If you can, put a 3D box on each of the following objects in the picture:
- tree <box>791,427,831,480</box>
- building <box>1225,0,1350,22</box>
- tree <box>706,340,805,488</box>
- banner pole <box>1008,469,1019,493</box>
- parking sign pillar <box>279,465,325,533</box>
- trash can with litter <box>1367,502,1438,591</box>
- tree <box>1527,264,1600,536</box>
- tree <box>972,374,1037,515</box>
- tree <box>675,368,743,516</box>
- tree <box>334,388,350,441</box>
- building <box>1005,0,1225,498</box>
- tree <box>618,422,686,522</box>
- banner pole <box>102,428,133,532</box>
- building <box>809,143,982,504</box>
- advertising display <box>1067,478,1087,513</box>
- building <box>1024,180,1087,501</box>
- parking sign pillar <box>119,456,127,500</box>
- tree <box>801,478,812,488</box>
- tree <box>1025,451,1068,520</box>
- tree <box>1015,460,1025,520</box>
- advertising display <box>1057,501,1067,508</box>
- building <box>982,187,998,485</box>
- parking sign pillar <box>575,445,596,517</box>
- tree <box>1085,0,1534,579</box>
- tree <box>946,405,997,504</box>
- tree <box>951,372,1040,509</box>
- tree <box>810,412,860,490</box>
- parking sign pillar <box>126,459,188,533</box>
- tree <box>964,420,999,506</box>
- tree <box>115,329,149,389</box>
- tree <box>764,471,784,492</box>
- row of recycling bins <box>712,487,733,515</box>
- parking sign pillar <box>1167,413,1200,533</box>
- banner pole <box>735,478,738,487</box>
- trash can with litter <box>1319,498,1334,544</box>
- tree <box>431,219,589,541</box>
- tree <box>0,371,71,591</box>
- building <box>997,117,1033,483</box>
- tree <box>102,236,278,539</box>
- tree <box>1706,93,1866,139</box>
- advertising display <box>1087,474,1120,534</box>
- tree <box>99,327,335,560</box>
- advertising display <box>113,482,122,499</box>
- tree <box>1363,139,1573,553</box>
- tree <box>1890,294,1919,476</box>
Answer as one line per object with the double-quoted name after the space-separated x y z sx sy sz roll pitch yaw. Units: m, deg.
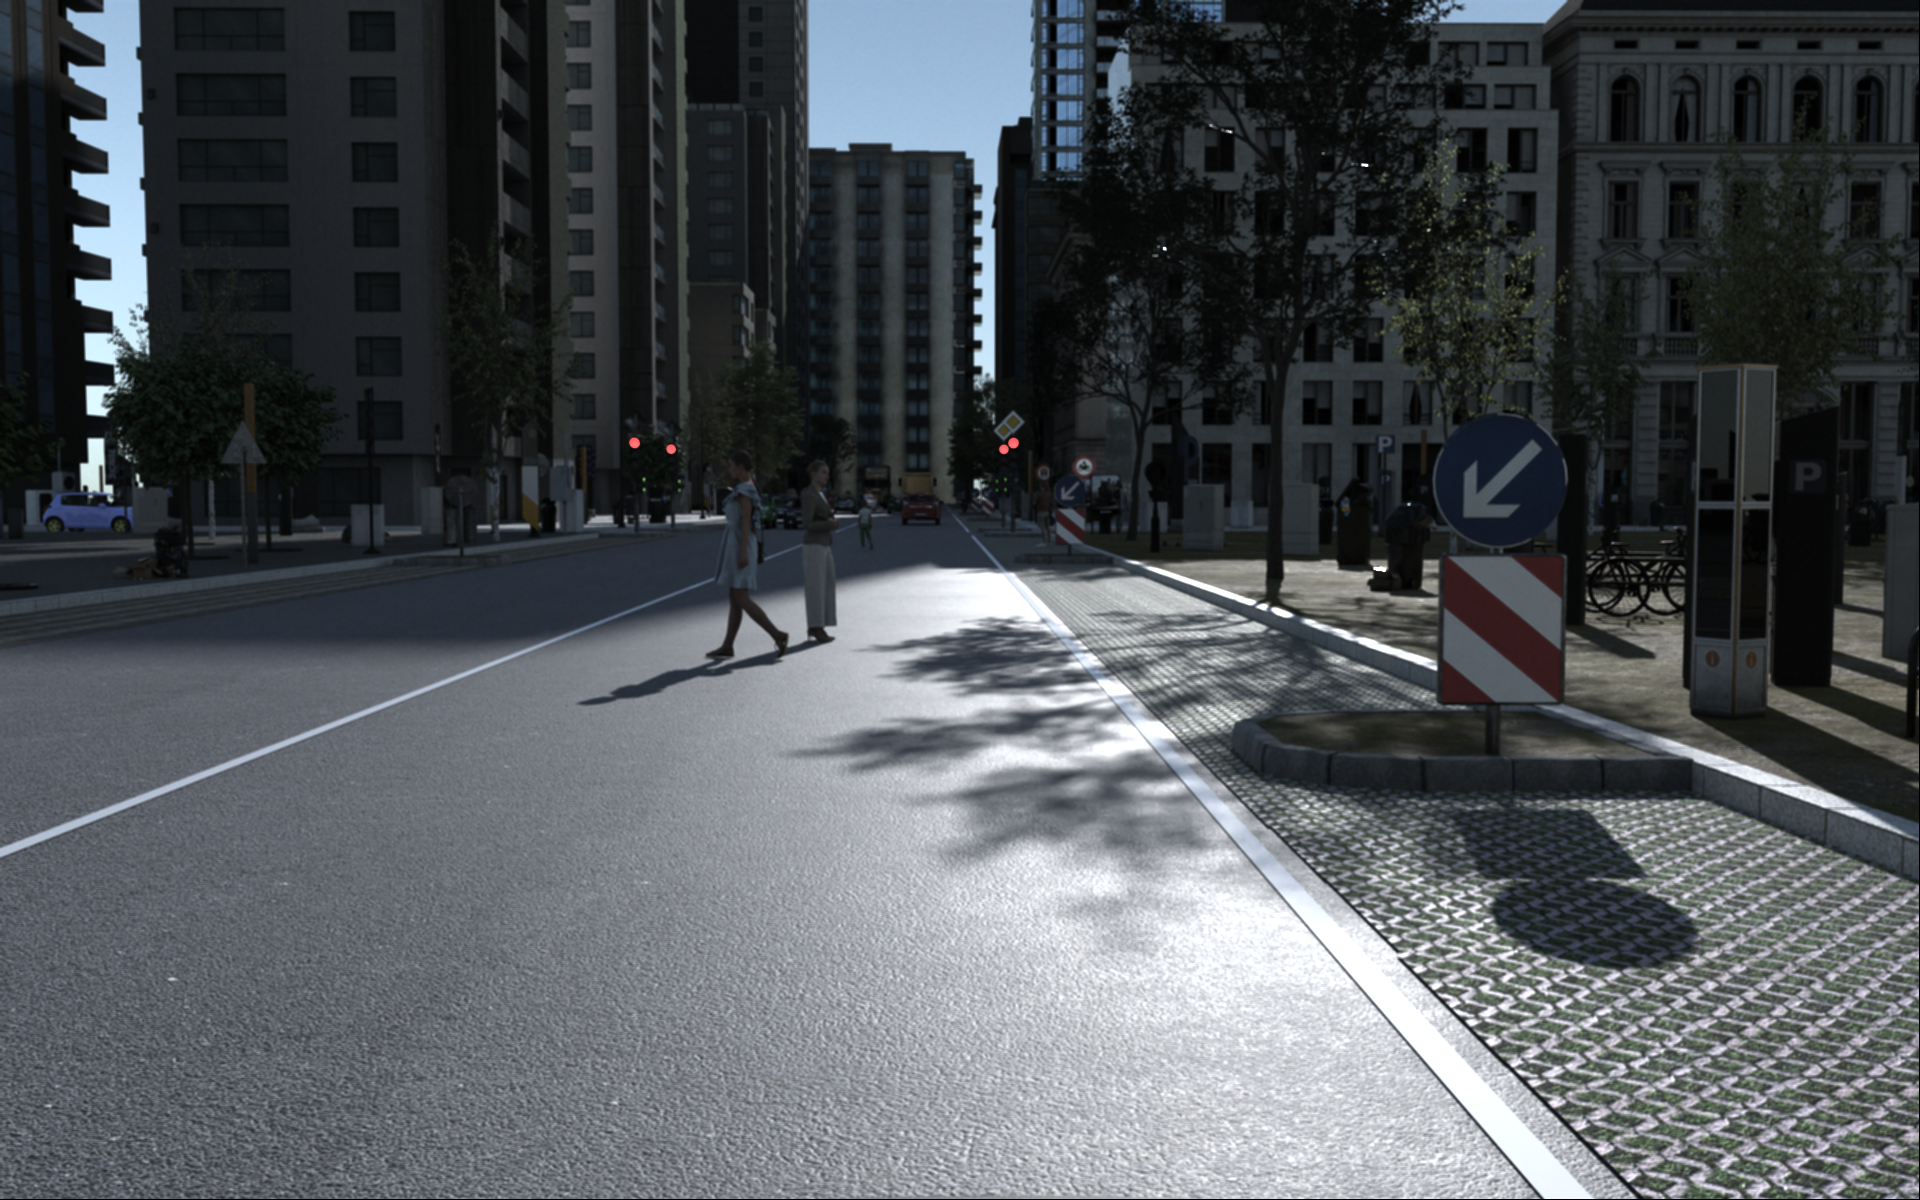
-16.267 -14.556 188.348 4.360 8.622 3.978 0 3 0 "tree"
33.111 -46.793 203.323 20.611 71.187 20.563 0 4 -1 "building"
-14.997 -12.809 127.547 7.486 12.596 7.792 0 3 0 "tree"
2.898 -6.762 100.575 0.401 3.779 0.863 2 4 25 "banner pole"
-21.948 -4.231 57.656 1.447 3.967 1.447 1 4 15 "parking sign pillar"
5.927 -0.726 23.264 0.624 1.170 1.055 3 4 39 "trash can with litter"
19.438 -6.288 53.165 4.737 8.622 4.395 0 3 0 "tree"
3.050 -9.576 106.922 4.737 8.622 4.395 0 3 0 "tree"
-14.435 -9.190 100.613 4.360 8.622 3.978 0 3 0 "tree"
-15.564 -3.388 39.102 4.285 4.588 4.351 0 3 0 "tree"
16.371 -53.218 182.784 22.319 86.520 31.000 0 4 -1 "building"
-13.976 -5.828 79.004 4.285 4.588 4.351 0 3 0 "tree"
-28.243 -4.161 58.052 0.863 3.779 0.401 0 4 -7 "banner pole"
-12.297 -37.896 239.200 30.456 49.044 23.786 0 4 -1 "building"
4.920 -3.961 69.974 0.974 1.923 0.123 1 4 18 "advertising display"
12.920 -23.867 161.924 14.160 30.474 14.107 0 4 -1 "building"
-53.666 -7.515 111.345 1.447 3.967 1.447 1 4 10 "parking sign pillar"
-15.271 -11.016 174.712 1.663 3.219 1.824 0 3 0 "tree"
3.968 -5.055 77.256 1.663 3.219 1.824 0 3 0 "tree"
3.500 -5.491 84.383 1.663 3.219 1.824 0 3 0 "tree"
5.434 -5.097 88.543 0.974 1.923 0.123 0 4 4 "advertising display"
17.381 -35.703 238.366 28.867 44.769 22.147 0 4 -1 "building"
-20.809 -6.544 95.471 1.447 3.967 1.447 1 4 9 "parking sign pillar"
4.513 -5.586 25.743 7.601 10.594 8.767 -3 5 -44 "tree"
1.920 -18.373 218.517 7.486 12.596 7.792 0 3 0 "tree"
3.127 -13.522 146.837 9.928 11.665 9.643 0 3 0 "tree"
-16.155 -17.905 218.497 9.928 11.665 9.643 0 3 0 "tree"
-26.398 -4.215 57.389 1.447 3.967 1.447 2 4 23 "parking sign pillar"
2.247 -14.135 181.469 4.360 8.622 3.978 0 3 0 "tree"
-35.911 -7.817 78.166 4.737 8.622 4.395 0 3 0 "tree"
-15.050 -8.892 139.979 1.663 3.219 1.824 0 3 0 "tree"
-14.446 -6.038 105.839 1.069 1.692 3.534 -1 4 -16 "row of recycling bins"
7.525 -4.242 57.822 1.447 3.967 1.447 2 4 34 "parking sign pillar"
-14.008 -7.247 108.506 0.401 3.779 0.863 0 4 5 "banner pole"
9.202 -2.022 44.444 0.624 1.170 1.055 0 4 -6 "trash can with litter"
-12.595 -5.944 47.542 4.737 8.622 4.395 0 3 0 "tree"
-12.911 -1.759 23.361 1.663 3.219 1.824 0 3 0 "tree"
11.631 -34.032 206.533 14.600 45.320 14.200 0 4 -1 "building"
-21.407 -6.019 48.778 4.360 8.622 3.978 0 3 0 "tree"
15.634 -5.056 33.025 4.737 8.622 4.395 0 3 0 "tree"
4.660 -3.083 55.623 0.974 1.923 0.123 -1 4 -9 "advertising display"
-15.310 -3.100 34.397 4.285 4.588 4.351 0 3 0 "tree"
-45.281 -5.374 93.080 0.123 1.923 0.974 -1 4 -9 "advertising display"
10.304 -5.223 35.757 4.360 8.622 3.978 0 3 0 "tree"
25.410 -5.648 42.708 4.360 8.622 3.978 0 3 0 "tree"
